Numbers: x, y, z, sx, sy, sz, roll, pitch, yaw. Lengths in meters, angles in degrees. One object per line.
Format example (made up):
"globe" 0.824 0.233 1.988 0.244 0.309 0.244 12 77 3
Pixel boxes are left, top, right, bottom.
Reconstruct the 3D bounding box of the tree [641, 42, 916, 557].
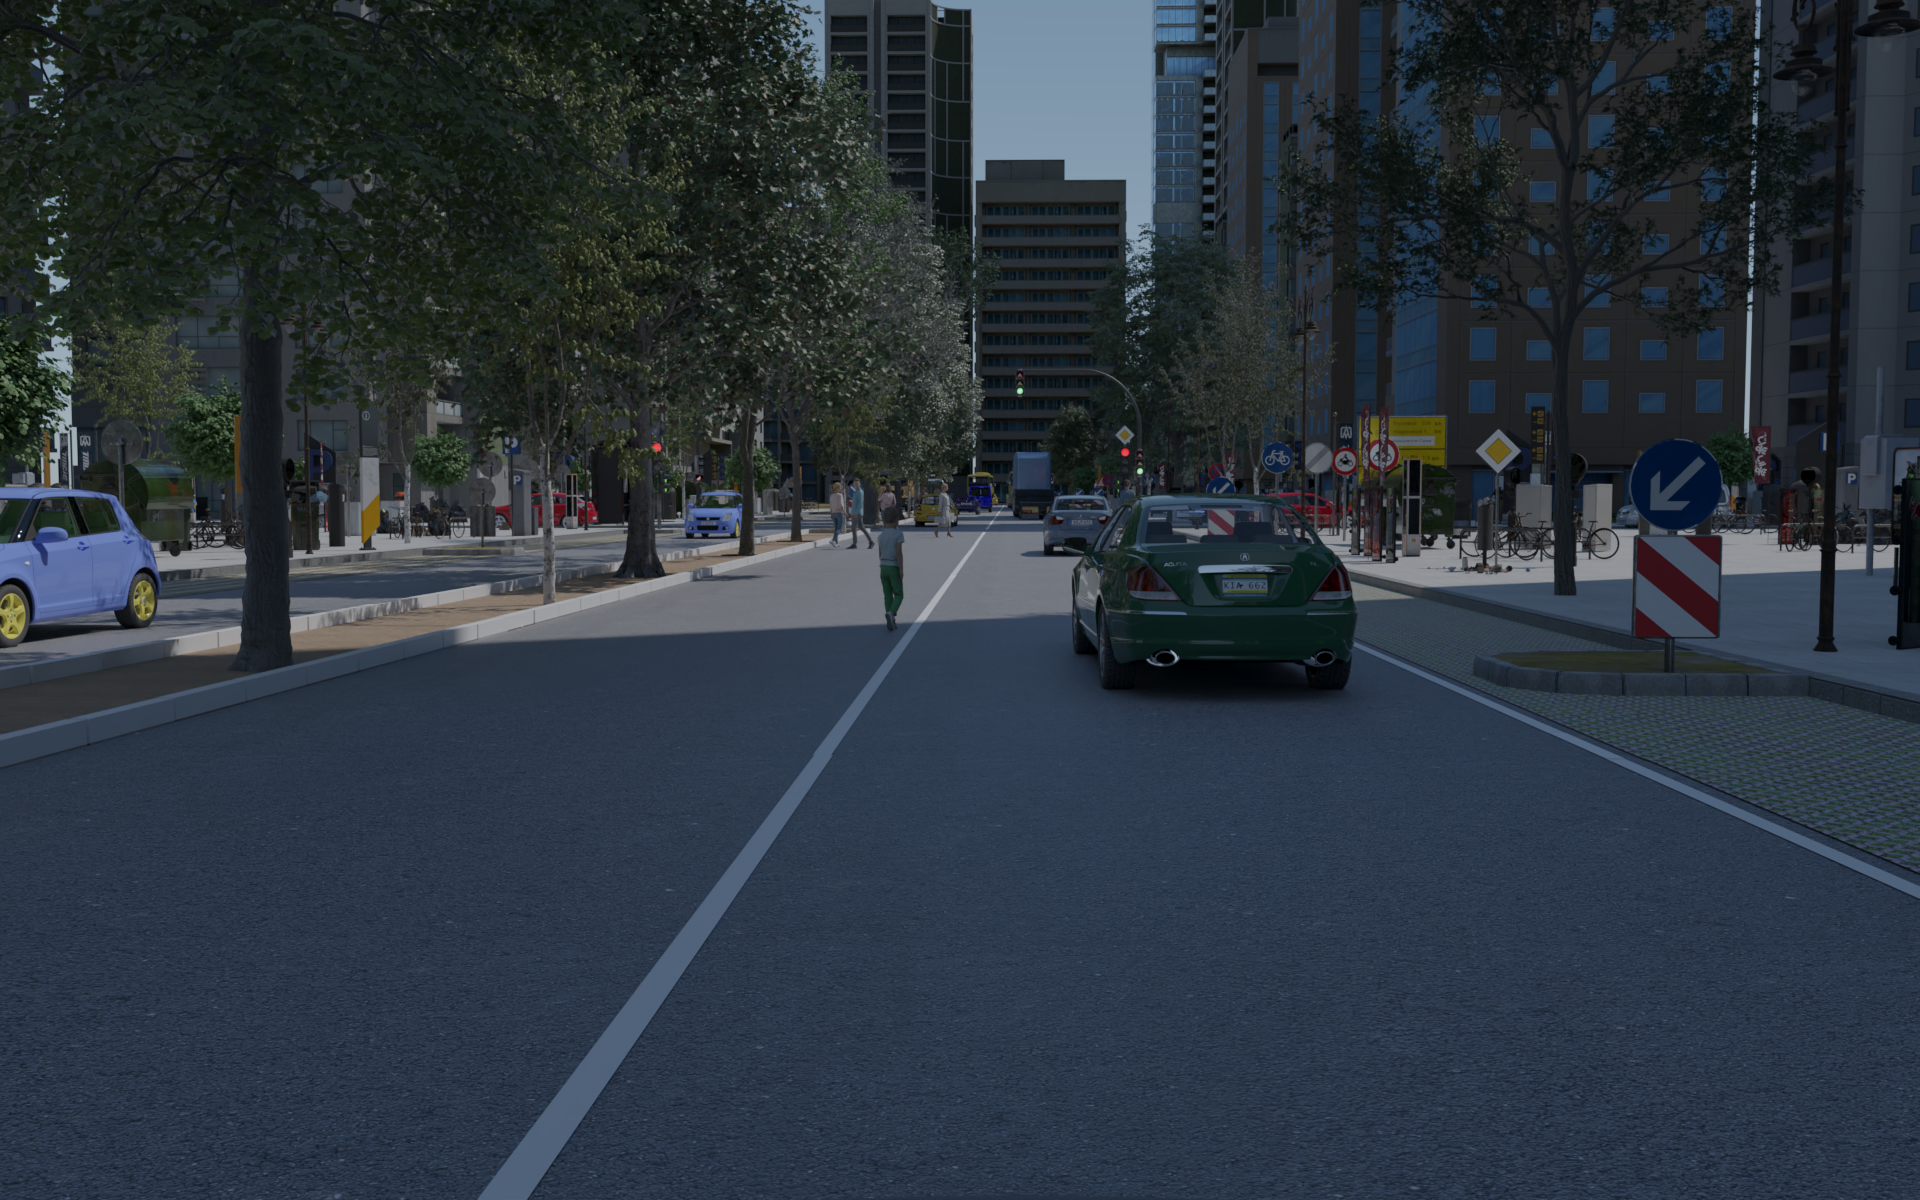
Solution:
"tree" -4.801 -6.800 39.388 9.928 11.665 9.643 0 3 0

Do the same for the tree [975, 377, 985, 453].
"tree" -2.603 -13.254 125.822 9.857 13.997 8.962 0 3 0

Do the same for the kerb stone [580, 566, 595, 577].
"kerb stone" -6.531 -0.472 29.919 0.120 0.150 1.000 0 4 2

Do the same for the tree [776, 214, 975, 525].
"tree" -4.060 -10.229 76.363 9.857 13.997 8.962 0 3 0

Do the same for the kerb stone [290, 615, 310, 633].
"kerb stone" -6.905 0.282 17.625 0.120 0.150 1.000 0 4 2

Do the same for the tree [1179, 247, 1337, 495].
"tree" 8.899 -6.180 51.398 4.360 8.622 3.978 0 3 0

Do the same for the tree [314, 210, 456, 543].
"tree" -14.503 -5.789 45.018 4.360 8.622 3.978 0 3 0

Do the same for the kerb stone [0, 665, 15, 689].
"kerb stone" -7.058 0.593 12.499 0.120 0.150 1.000 0 4 2

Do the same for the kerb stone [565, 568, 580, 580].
"kerb stone" -6.568 -0.409 28.890 0.120 0.150 1.000 0 4 2

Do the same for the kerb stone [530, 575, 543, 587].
"kerb stone" -6.629 -0.284 26.844 0.120 0.150 1.000 0 4 2

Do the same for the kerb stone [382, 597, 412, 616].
"kerb stone" -6.806 0.092 20.694 0.120 0.150 1.000 0 4 2

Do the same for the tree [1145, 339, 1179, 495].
"tree" 8.782 -6.554 57.514 4.360 8.622 3.978 0 3 0

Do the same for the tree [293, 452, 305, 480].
"tree" -30.328 -5.234 80.175 1.663 3.219 1.824 0 3 0

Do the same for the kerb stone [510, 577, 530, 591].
"kerb stone" -6.654 -0.222 25.822 0.120 0.150 1.000 0 4 2

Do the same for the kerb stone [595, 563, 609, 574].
"kerb stone" -6.501 -0.535 30.940 0.120 0.150 1.000 0 4 2

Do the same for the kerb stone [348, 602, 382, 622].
"kerb stone" -6.835 0.154 19.673 0.120 0.150 1.000 0 4 2

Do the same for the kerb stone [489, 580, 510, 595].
"kerb stone" -6.685 -0.159 24.801 0.120 0.150 1.000 0 4 2

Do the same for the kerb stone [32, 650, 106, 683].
"kerb stone" -7.018 0.534 13.534 0.120 0.150 1.000 0 4 2

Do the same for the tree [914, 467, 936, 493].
"tree" -3.049 -9.261 104.231 4.737 8.622 4.395 0 3 0

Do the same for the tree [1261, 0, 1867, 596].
"tree" 7.346 -5.339 21.706 7.601 10.594 8.767 0 4 0

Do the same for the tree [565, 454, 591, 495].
"tree" -18.373 -5.429 83.359 1.663 3.219 1.824 0 3 0

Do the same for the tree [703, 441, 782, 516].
"tree" -12.122 -7.203 101.478 4.285 4.588 4.351 0 3 0

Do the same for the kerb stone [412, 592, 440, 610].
"kerb stone" -6.779 0.029 21.723 0.120 0.150 1.000 0 4 2

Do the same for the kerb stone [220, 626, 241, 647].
"kerb stone" -6.931 0.342 16.599 0.120 0.150 1.000 0 4 2

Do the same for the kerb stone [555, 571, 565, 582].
"kerb stone" -6.590 -0.347 27.865 0.120 0.150 1.000 0 4 2

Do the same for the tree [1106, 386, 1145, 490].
"tree" 10.018 -8.648 91.755 4.360 8.622 3.978 0 3 0

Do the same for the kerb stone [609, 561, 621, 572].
"kerb stone" -6.472 -0.597 31.962 0.120 0.150 1.000 0 4 2

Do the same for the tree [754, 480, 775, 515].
"tree" -12.687 -7.004 109.124 1.663 3.219 1.824 0 3 0

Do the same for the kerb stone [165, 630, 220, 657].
"kerb stone" -6.968 0.405 15.577 0.120 0.150 1.000 0 4 2

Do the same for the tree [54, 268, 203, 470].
"tree" -24.218 -6.154 50.979 4.737 8.622 4.395 0 3 0

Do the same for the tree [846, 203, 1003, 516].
"tree" -4.003 -15.555 112.669 12.611 20.169 13.585 0 3 0

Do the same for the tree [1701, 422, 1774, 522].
"tree" 34.983 -5.810 78.708 4.285 4.588 4.351 0 3 0

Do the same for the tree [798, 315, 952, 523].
"tree" -4.257 -10.066 85.171 7.486 12.596 7.792 0 3 0

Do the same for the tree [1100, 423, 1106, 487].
"tree" 10.162 -9.412 104.242 4.360 8.622 3.978 0 3 0

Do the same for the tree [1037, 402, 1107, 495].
"tree" 13.893 -18.240 215.232 9.611 12.733 9.660 0 3 0

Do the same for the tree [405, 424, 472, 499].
"tree" -24.468 -5.982 81.525 4.285 4.588 4.351 0 3 0

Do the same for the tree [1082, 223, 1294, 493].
"tree" 10.475 -10.703 81.643 9.857 13.997 8.962 0 3 0

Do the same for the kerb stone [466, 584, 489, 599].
"kerb stone" -6.711 -0.096 23.774 0.120 0.150 1.000 0 4 2

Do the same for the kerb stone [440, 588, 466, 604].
"kerb stone" -6.743 -0.034 22.746 0.120 0.150 1.000 0 4 2

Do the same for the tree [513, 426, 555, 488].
"tree" -25.223 -9.428 104.516 4.360 8.622 3.978 0 3 0

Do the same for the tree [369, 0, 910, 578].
"tree" -5.469 -6.731 29.520 9.611 12.733 9.660 0 3 0

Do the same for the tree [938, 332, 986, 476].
"tree" -3.412 -10.728 94.864 9.611 12.733 9.660 0 3 0

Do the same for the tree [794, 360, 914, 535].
"tree" -4.031 -6.563 60.131 4.737 8.622 4.395 0 3 0

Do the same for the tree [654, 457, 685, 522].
"tree" -13.665 -5.187 79.401 1.663 3.219 1.824 0 3 0

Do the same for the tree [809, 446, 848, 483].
"tree" -10.412 -13.689 158.221 7.601 10.594 8.767 0 4 4

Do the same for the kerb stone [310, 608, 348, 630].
"kerb stone" -6.864 0.220 18.646 0.120 0.150 1.000 0 4 2

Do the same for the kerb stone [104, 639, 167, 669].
"kerb stone" -6.993 0.469 14.556 0.120 0.150 1.000 0 4 2

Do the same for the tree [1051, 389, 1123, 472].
"tree" 12.187 -13.432 154.023 8.767 10.594 7.601 -1 4 -19

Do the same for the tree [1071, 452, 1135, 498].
"tree" 11.312 -8.845 128.322 4.285 4.588 4.351 0 3 0

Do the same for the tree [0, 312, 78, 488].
"tree" -15.281 -2.617 26.499 4.285 4.588 4.351 0 3 0

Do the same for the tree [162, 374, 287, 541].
"tree" -20.129 -3.904 47.539 4.285 4.588 4.351 0 3 0

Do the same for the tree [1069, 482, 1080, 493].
"tree" 13.239 -12.492 198.851 1.663 3.219 1.824 0 3 0

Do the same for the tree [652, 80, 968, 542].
"tree" -4.850 -8.455 51.062 12.009 13.543 11.850 0 3 0
